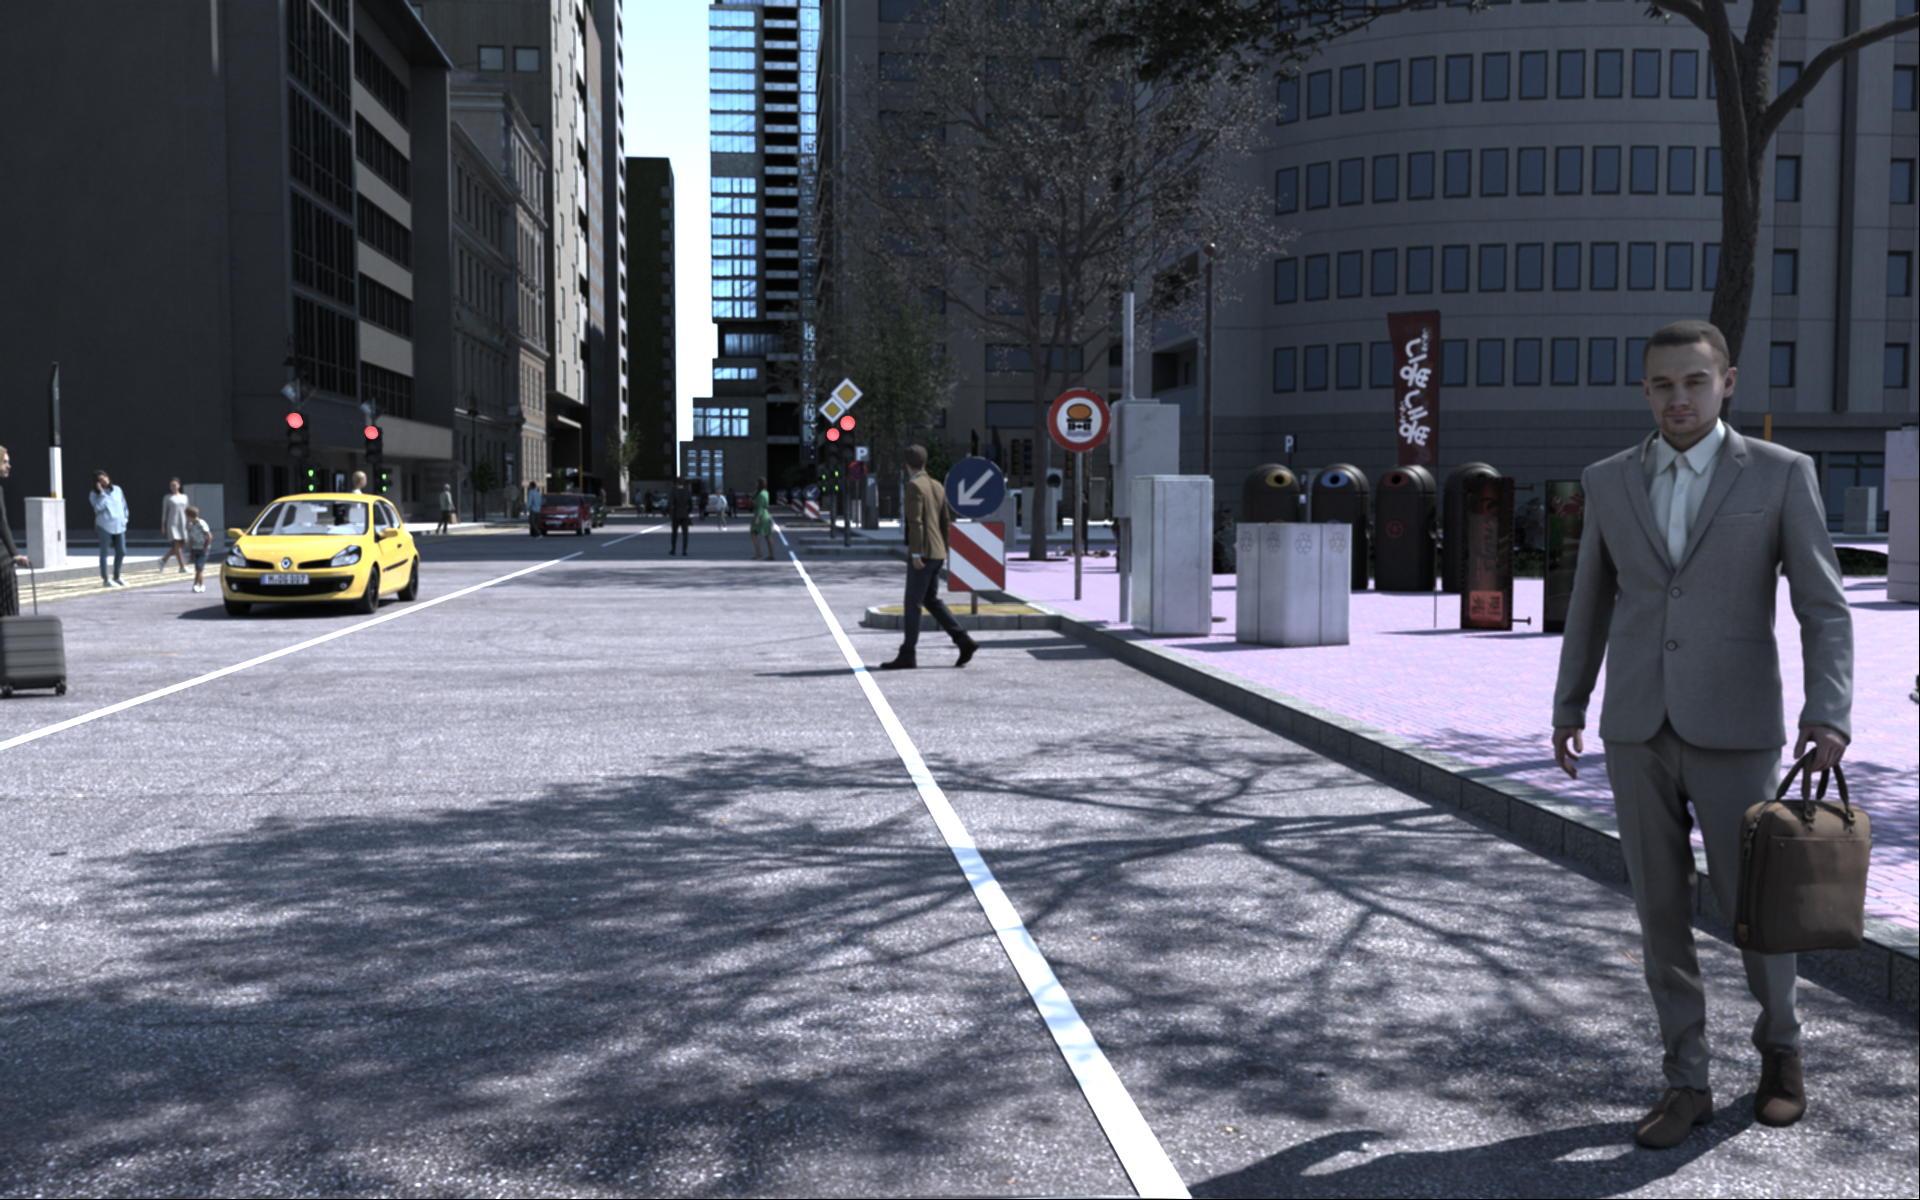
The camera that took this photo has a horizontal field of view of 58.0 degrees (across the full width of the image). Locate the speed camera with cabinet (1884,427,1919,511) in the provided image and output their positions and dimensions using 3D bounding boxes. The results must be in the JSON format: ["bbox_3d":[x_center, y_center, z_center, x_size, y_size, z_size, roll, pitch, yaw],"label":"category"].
[{"bbox_3d":[13.586,-1.845,24.509,0.660,3.252,2.038,3,4,39],"label":"speed camera with cabinet"}]

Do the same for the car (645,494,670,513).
[{"bbox_3d":[-23.221,-7.440,133.447,2.131,1.459,4.920,0,4,-6],"label":"car"}]

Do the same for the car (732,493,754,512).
[{"bbox_3d":[-17.442,-7.891,138.056,2.155,1.783,4.494,0,4,-8],"label":"car"}]

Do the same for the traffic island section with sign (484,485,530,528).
[{"bbox_3d":[-18.874,-3.930,72.884,1.989,1.847,2.006,0,4,-7],"label":"traffic island section with sign"}]

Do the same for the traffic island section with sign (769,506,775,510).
[{"bbox_3d":[-15.509,-8.721,151.208,1.989,1.847,2.006,0,4,-7],"label":"traffic island section with sign"}]

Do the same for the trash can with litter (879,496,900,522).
[{"bbox_3d":[-3.008,-4.176,79.339,2.233,1.210,1.678,-1,4,-12],"label":"trash can with litter"}]

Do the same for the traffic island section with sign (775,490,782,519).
[{"bbox_3d":[-9.642,-5.655,101.092,1.989,1.847,2.006,0,4,-7],"label":"traffic island section with sign"}]

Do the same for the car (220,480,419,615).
[{"bbox_3d":[-7.981,-0.706,21.774,2.015,1.641,3.980,0,4,-7],"label":"car"}]

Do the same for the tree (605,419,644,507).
[{"bbox_3d":[-32.752,-13.402,169.489,4.737,8.622,4.395,0,3,0],"label":"tree"}]

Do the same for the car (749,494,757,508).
[{"bbox_3d":[-19.393,-9.336,162.867,2.015,1.641,3.980,0,4,-7],"label":"car"}]

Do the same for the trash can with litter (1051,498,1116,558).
[{"bbox_3d":[2.566,-1.500,35.588,1.678,1.210,2.233,-2,4,-25],"label":"trash can with litter"}]

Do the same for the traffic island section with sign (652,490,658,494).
[{"bbox_3d":[-31.006,-10.255,176.289,1.989,1.847,2.006,0,4,-7],"label":"traffic island section with sign"}]

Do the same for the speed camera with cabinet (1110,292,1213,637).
[{"bbox_3d":[1.900,-1.351,16.427,0.660,3.252,2.038,0,4,-5],"label":"speed camera with cabinet"}]

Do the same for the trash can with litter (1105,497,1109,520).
[{"bbox_3d":[7.455,-4.569,86.097,1.055,1.170,0.624,3,4,36],"label":"trash can with litter"}]

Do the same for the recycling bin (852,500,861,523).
[{"bbox_3d":[-4.308,-3.874,75.902,0.722,1.027,0.722,-1,4,-20],"label":"recycling bin"}]

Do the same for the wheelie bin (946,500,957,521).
[{"bbox_3d":[-0.497,-4.463,80.876,0.693,1.594,0.980,-2,4,-24],"label":"wheelie bin"}]

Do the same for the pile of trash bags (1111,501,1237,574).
[{"bbox_3d":[3.442,-1.175,28.958,1.912,1.369,3.447,-1,4,-13],"label":"pile of trash bags"}]

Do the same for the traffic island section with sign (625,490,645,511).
[{"bbox_3d":[-27.871,-8.617,149.516,1.989,1.847,2.006,0,4,-7],"label":"traffic island section with sign"}]

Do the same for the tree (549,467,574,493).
[{"bbox_3d":[-28.204,-7.790,121.965,1.663,3.219,1.824,0,3,0],"label":"tree"}]

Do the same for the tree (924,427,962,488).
[{"bbox_3d":[-0.796,-3.387,49.986,1.663,3.219,1.824,0,3,0],"label":"tree"}]

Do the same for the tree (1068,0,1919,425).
[{"bbox_3d":[3.876,-4.511,8.168,7.601,10.594,8.767,3,5,43],"label":"tree"}]

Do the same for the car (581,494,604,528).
[{"bbox_3d":[-16.234,-3.927,73.994,2.009,1.686,4.222,0,4,-6],"label":"car"}]

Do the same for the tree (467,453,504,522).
[{"bbox_3d":[-21.984,-5.244,80.346,1.663,3.219,1.824,0,3,0],"label":"tree"}]

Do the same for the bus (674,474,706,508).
[{"bbox_3d":[-28.017,-11.361,180.615,2.948,3.499,13.247,0,4,-6],"label":"bus"}]

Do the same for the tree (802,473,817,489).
[{"bbox_3d":[-13.851,-10.107,159.856,1.663,3.219,1.824,0,3,0],"label":"tree"}]

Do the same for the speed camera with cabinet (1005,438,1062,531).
[{"bbox_3d":[2.584,-4.093,61.256,2.038,3.252,0.660,-1,4,-21],"label":"speed camera with cabinet"}]

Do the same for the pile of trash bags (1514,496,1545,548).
[{"bbox_3d":[13.756,-1.928,41.271,3.447,1.369,1.912,2,4,27],"label":"pile of trash bags"}]

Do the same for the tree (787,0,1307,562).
[{"bbox_3d":[1.644,-7.490,32.825,12.009,13.543,11.850,0,3,0],"label":"tree"}]

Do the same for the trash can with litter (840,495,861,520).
[{"bbox_3d":[-5.374,-4.696,87.837,2.233,1.210,1.678,-3,5,-44],"label":"trash can with litter"}]

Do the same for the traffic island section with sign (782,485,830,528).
[{"bbox_3d":[-6.491,-4.018,74.321,1.989,1.847,2.006,0,4,-7],"label":"traffic island section with sign"}]

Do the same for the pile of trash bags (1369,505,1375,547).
[{"bbox_3d":[8.944,-1.778,38.823,1.912,1.369,3.447,-1,4,-11],"label":"pile of trash bags"}]

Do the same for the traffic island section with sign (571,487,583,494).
[{"bbox_3d":[-22.046,-5.580,99.860,1.989,1.847,2.006,0,4,-7],"label":"traffic island section with sign"}]

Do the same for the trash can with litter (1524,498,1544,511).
[{"bbox_3d":[16.964,-2.490,52.096,1.055,1.170,0.624,0,4,-7],"label":"trash can with litter"}]

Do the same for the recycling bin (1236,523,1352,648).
[{"bbox_3d":[2.855,-0.140,14.850,0.722,1.027,0.722,-2,4,-28],"label":"recycling bin"}]

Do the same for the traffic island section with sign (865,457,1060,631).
[{"bbox_3d":[-0.031,-0.641,19.105,1.989,1.847,2.006,0,4,-7],"label":"traffic island section with sign"}]

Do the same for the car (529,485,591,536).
[{"bbox_3d":[-13.913,-3.140,60.382,2.155,1.783,4.494,0,4,-7],"label":"car"}]

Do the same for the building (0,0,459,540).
[{"bbox_3d":[-27.858,-14.865,62.111,14.314,24.678,30.058,0,4,-7],"label":"building"}]

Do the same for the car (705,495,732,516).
[{"bbox_3d":[-15.855,-6.179,113.380,2.083,1.381,4.827,0,4,-6],"label":"car"}]

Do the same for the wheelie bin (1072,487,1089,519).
[{"bbox_3d":[5.765,-4.579,82.769,0.693,1.594,0.980,-1,4,-19],"label":"wheelie bin"}]

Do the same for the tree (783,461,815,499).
[{"bbox_3d":[-16.081,-11.541,172.410,4.285,4.588,4.351,0,3,0],"label":"tree"}]

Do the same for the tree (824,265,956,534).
[{"bbox_3d":[-1.972,-6.393,54.885,4.737,8.622,4.395,0,3,0],"label":"tree"}]

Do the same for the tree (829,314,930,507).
[{"bbox_3d":[-3.362,-7.325,70.132,4.360,8.622,3.978,0,3,0],"label":"tree"}]
